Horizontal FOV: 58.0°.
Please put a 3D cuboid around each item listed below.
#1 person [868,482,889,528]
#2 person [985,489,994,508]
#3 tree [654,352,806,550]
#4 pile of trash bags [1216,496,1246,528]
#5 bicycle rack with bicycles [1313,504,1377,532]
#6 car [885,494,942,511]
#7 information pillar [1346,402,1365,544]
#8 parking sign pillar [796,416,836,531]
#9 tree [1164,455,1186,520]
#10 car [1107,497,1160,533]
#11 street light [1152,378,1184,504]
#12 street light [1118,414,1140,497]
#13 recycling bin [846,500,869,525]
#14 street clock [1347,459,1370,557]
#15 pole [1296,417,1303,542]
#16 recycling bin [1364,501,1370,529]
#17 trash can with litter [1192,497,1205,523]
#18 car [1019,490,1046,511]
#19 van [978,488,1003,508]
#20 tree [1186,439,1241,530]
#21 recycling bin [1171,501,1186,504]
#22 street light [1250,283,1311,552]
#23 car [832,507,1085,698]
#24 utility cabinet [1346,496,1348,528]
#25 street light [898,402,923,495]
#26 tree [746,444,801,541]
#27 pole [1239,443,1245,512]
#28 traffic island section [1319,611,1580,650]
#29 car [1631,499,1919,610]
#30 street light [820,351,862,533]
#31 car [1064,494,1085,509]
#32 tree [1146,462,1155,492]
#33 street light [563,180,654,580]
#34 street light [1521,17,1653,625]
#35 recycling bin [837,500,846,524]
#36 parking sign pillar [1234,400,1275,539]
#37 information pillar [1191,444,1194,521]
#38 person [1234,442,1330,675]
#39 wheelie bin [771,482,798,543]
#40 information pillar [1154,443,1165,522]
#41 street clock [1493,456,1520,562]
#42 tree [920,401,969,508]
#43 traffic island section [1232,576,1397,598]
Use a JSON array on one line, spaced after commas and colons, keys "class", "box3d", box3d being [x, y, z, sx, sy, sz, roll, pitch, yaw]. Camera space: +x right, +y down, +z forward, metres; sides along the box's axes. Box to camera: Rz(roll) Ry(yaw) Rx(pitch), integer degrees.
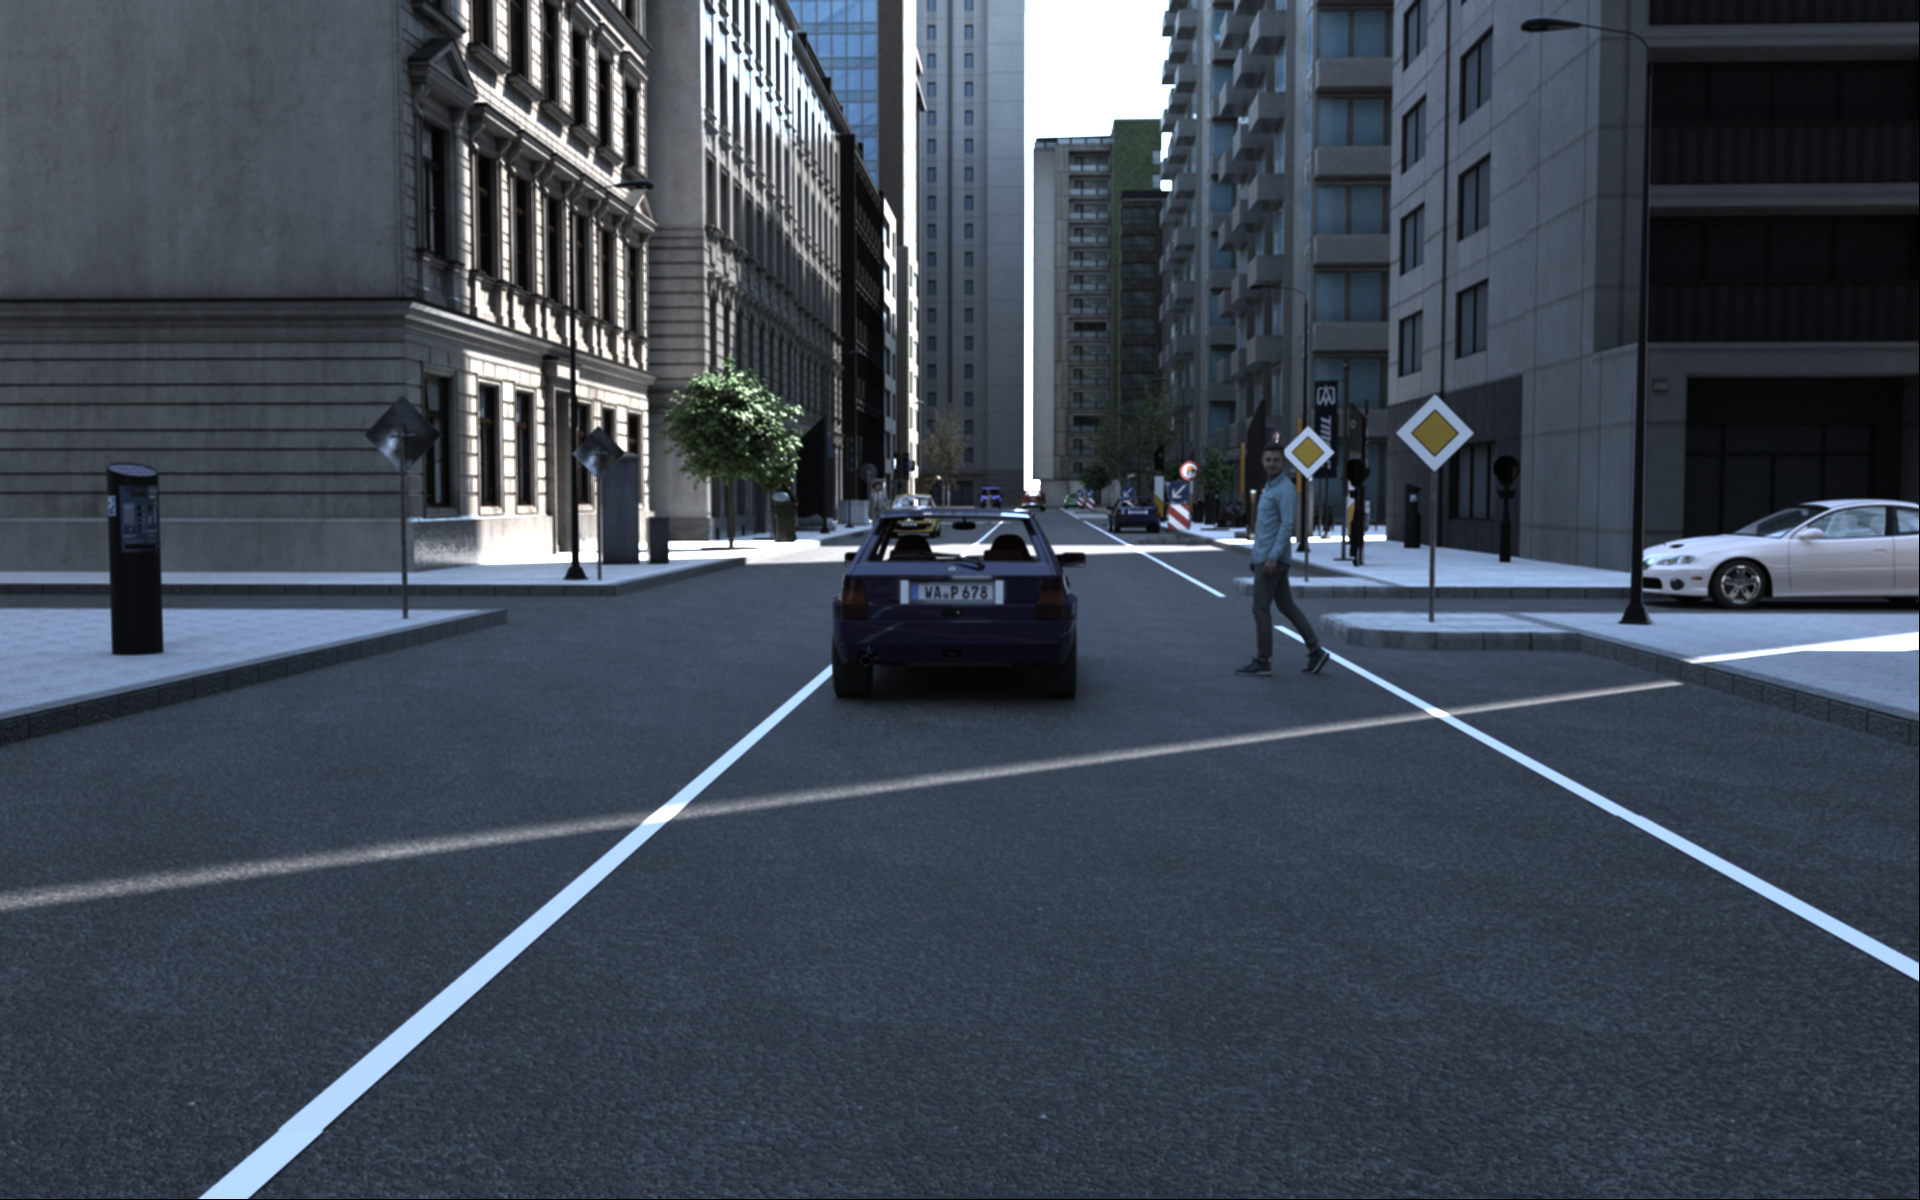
[{"class": "person", "box3d": [-2.403, -2.595, 51.196, 0.678, 1.792, 0.850, 0, 4, 6]}, {"class": "person", "box3d": [1.433, -4.655, 85.608, 0.522, 1.701, 0.512, 0, 4, 6]}, {"class": "tree", "box3d": [-5.414, -3.465, 40.362, 4.285, 4.588, 4.351, 0, 3, 0]}, {"class": "pile of trash bags", "box3d": [11.242, -3.484, 66.720, 1.912, 1.369, 3.447, 2, 4, 30]}, {"class": "bicycle rack with bicycles", "box3d": [13.119, -2.833, 59.696, 2.852, 0.926, 2.925, 2, 4, 26]}, {"class": "car", "box3d": [-1.566, -2.908, 57.762, 2.015, 1.641, 3.980, 0, 4, 2]}, {"class": "information pillar", "box3d": [10.086, -3.227, 44.123, 0.183, 3.616, 0.504, -2, 4, -32]}, {"class": "parking sign pillar", "box3d": [-5.065, -4.400, 60.414, 1.447, 3.967, 1.447, 3, 4, 36]}, {"class": "tree", "box3d": [10.715, -5.524, 84.923, 1.663, 3.219, 1.824, 0, 3, 0]}, {"class": "car", "box3d": [6.525, -3.213, 65.118, 1.945, 1.354, 3.894, 0, 4, 1]}, {"class": "street light", "box3d": [8.394, -5.929, 69.479, 1.470, 5.913, 1.316, 0, 4, 2]}, {"class": "street light", "box3d": [9.798, -7.804, 100.134, 1.470, 5.913, 1.316, 0, 4, 2]}, {"class": "recycling bin", "box3d": [-4.145, -3.588, 71.210, 0.722, 1.027, 0.722, 1, 4, 10]}, {"class": "street clock", "box3d": [8.130, -1.892, 35.509, 0.471, 2.002, 0.358, 3, 5, 41]}, {"class": "pole", "box3d": [9.067, -3.198, 46.132, 0.158, 3.312, 0.155, 0, 3, 0]}, {"class": "recycling bin", "box3d": [14.691, -3.132, 63.763, 0.722, 1.027, 0.722, 1, 4, 19]}, {"class": "trash can with litter", "box3d": [10.873, -4.024, 77.183, 1.055, 1.170, 0.624, 1, 4, 11]}, {"class": "car", "box3d": [6.182, -8.462, 147.023, 2.281, 1.827, 5.304, 0, 4, 0]}, {"class": "van", "box3d": [2.854, -9.465, 159.131, 2.240, 2.365, 5.245, 0, 4, 2]}, {"class": "tree", "box3d": [9.047, -4.077, 61.267, 1.663, 3.219, 1.824, 0, 3, 0]}, {"class": "recycling bin", "box3d": [12.465, -5.297, 99.167, 0.722, 1.027, 0.722, -2, 4, -31]}, {"class": "street light", "box3d": [7.081, -4.022, 38.306, 1.470, 5.913, 1.316, 0, 4, 2]}, {"class": "car", "box3d": [0.020, -0.057, 13.516, 1.945, 1.354, 3.894, 0, 4, 2]}, {"class": "utility cabinet", "box3d": [15.038, -3.393, 66.631, 0.306, 1.237, 1.020, 2, 4, 25]}, {"class": "street light", "box3d": [-2.541, -7.008, 87.118, 1.470, 5.913, 1.316, 0, 4, 2]}, {"class": "tree", "box3d": [-5.132, -3.267, 48.018, 1.663, 3.219, 1.824, 0, 3, 0]}, {"class": "pole", "box3d": [11.173, -4.572, 68.593, 0.158, 3.312, 0.155, 0, 3, 0]}, {"class": "traffic island section", "box3d": [4.749, 0.300, 17.384, 2.009, 0.180, 2.903, 0, 4, 2]}, {"class": "car", "box3d": [11.169, -0.607, 22.283, 4.827, 1.381, 2.083, 0, 4, 2]}, {"class": "street light", "box3d": [-3.877, -5.133, 56.459, 1.470, 5.913, 1.316, 0, 4, 2]}, {"class": "car", "box3d": [10.795, -9.474, 163.689, 1.959, 1.807, 4.718, 0, 4, 1]}, {"class": "tree", "box3d": [10.504, -5.833, 89.968, 1.663, 3.219, 1.824, 0, 3, 0]}, {"class": "street light", "box3d": [-5.232, -3.258, 25.802, 1.470, 5.913, 1.316, 0, 4, 2]}, {"class": "street light", "box3d": [6.163, -2.721, 17.026, 1.470, 5.913, 1.316, 0, 4, 2]}, {"class": "recycling bin", "box3d": [-4.823, -3.817, 74.959, 0.722, 1.027, 0.722, 3, 5, 44]}, {"class": "parking sign pillar", "box3d": [8.707, -3.778, 50.239, 1.447, 3.967, 1.447, -1, 4, -8]}, {"class": "information pillar", "box3d": [10.959, -5.521, 81.616, 0.183, 3.616, 0.504, 1, 4, 16]}, {"class": "person", "box3d": [2.550, -0.325, 13.674, 0.748, 1.841, 0.638, 1, 4, 11]}, {"class": "wheelie bin", "box3d": [-4.676, -2.331, 46.020, 0.693, 1.594, 0.980, -1, 4, -14]}, {"class": "information pillar", "box3d": [9.174, -5.399, 79.623, 0.504, 3.616, 0.183, 3, 4, 37]}, {"class": "street clock", "box3d": [10.311, -1.721, 32.705, 0.471, 2.002, 0.358, 1, 4, 22]}, {"class": "tree", "box3d": [-1.286, -11.394, 136.647, 4.360, 8.622, 3.978, 0, 3, 0]}, {"class": "traffic island section", "box3d": [5.090, -0.188, 25.362, 2.009, 0.180, 2.903, 0, 4, 2]}]
